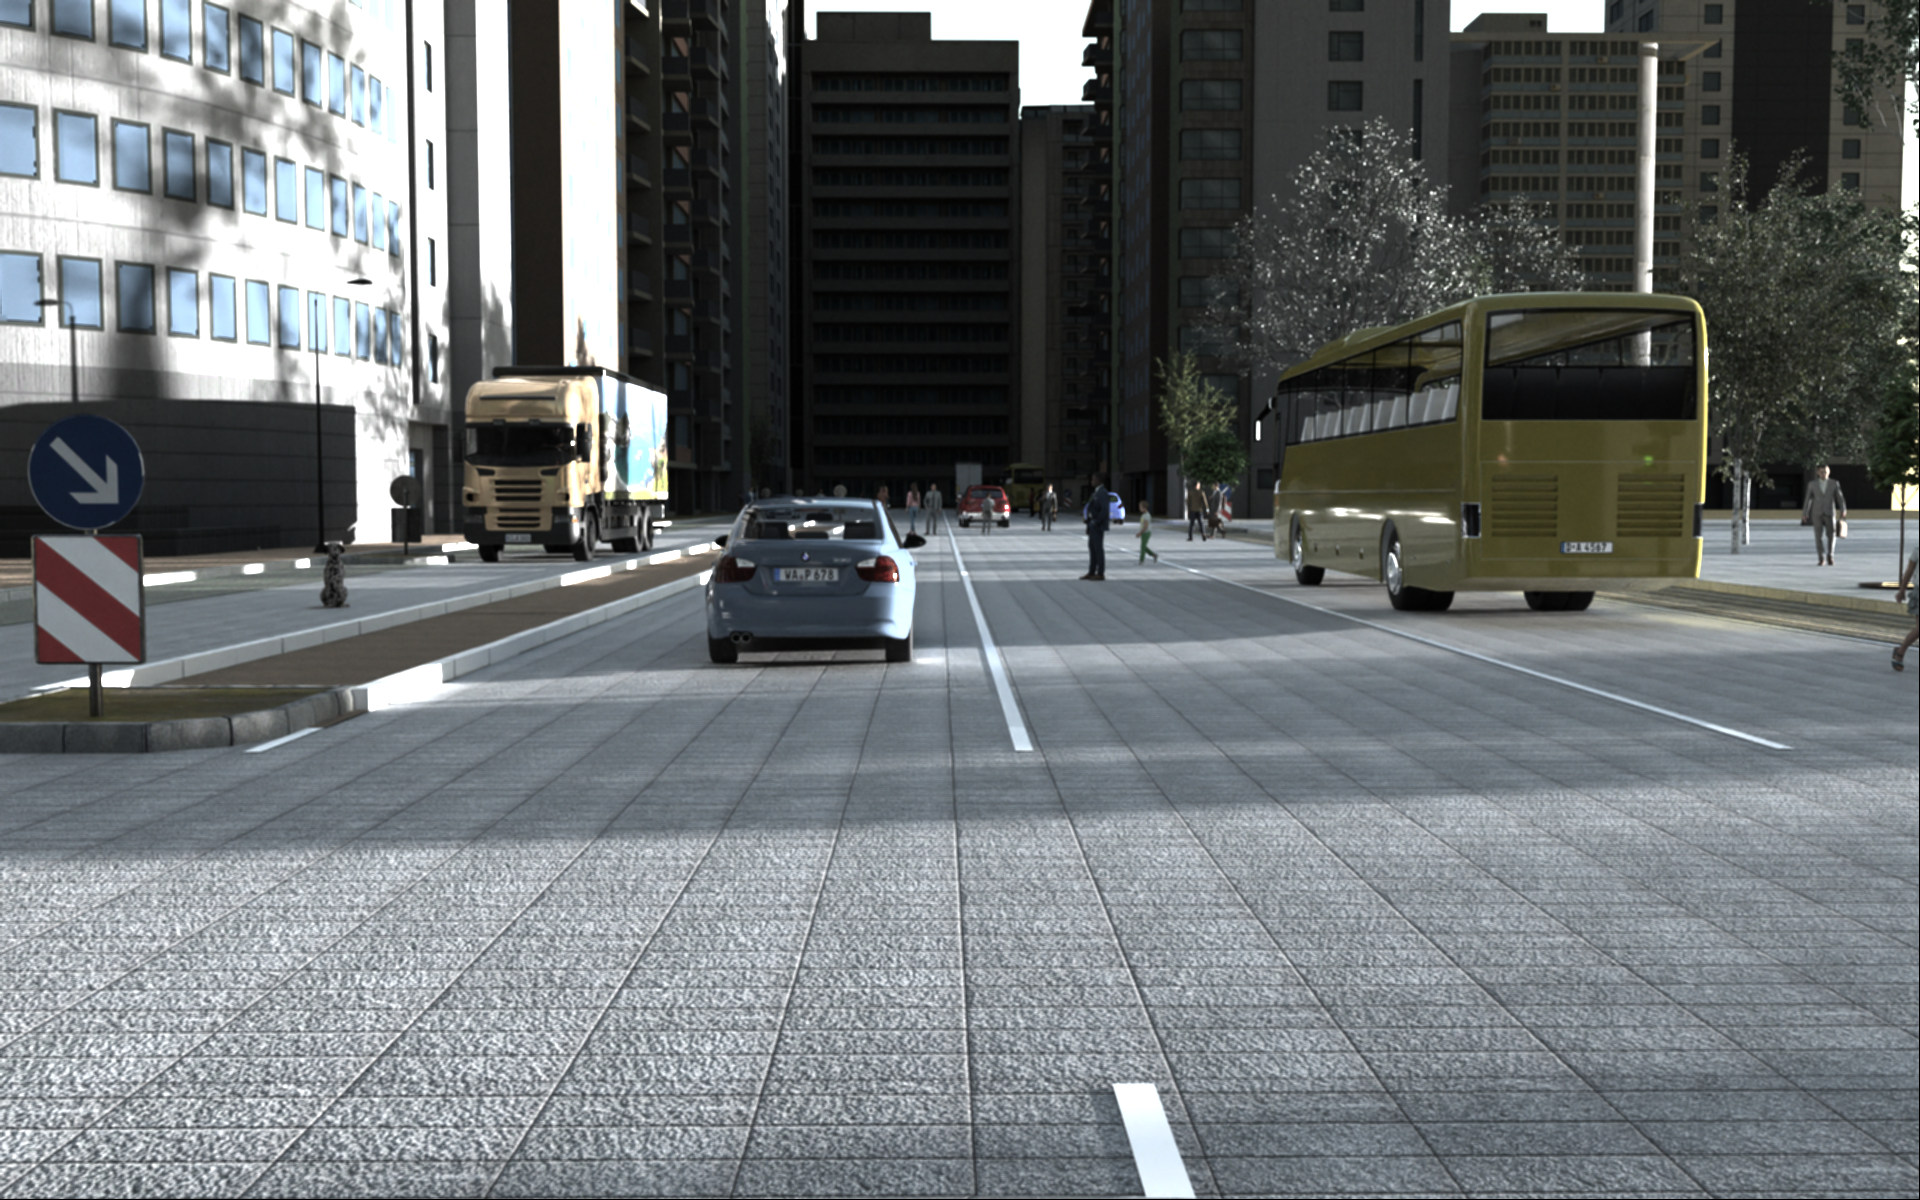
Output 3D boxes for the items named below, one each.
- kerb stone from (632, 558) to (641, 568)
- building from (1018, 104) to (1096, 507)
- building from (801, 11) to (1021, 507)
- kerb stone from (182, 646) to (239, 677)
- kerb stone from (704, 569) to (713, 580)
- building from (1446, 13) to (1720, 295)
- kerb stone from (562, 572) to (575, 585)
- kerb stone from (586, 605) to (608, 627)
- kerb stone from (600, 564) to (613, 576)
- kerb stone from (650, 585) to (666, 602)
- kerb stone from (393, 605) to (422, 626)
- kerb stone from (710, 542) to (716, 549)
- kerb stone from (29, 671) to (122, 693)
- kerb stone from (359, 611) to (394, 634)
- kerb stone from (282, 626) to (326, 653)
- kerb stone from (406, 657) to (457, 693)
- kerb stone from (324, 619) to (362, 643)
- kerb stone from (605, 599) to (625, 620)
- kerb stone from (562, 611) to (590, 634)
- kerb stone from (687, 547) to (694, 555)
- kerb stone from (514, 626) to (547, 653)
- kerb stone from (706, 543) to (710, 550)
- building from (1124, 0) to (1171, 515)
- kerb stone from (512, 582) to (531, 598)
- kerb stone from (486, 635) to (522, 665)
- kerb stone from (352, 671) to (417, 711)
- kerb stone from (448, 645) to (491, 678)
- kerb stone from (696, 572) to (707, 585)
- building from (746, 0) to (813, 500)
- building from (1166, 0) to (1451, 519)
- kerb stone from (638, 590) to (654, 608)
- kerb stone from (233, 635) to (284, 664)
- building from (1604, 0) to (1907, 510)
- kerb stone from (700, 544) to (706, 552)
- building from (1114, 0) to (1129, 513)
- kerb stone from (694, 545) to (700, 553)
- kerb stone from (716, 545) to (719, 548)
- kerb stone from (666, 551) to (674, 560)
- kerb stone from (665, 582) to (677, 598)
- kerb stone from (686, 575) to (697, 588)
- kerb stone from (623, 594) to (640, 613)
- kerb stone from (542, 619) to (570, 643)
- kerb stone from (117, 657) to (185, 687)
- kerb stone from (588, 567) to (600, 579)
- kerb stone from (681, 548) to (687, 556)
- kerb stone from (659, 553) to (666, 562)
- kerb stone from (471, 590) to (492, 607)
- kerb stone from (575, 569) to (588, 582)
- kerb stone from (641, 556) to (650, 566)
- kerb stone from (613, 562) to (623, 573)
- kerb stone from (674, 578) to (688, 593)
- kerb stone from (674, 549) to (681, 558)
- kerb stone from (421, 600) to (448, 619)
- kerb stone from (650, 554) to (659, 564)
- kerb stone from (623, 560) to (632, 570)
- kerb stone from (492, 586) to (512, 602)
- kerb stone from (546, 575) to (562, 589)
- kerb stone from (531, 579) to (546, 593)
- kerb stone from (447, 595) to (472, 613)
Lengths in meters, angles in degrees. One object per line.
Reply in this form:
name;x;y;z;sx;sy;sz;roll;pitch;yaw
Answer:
kerb stone;-6.342;-0.686;33.417;0.120;0.150;1.000;0;4;-1
building;12.951;-30.148;176.519;14.086;41.232;14.154;0;4;-1
building;-4.926;-33.954;178.855;21.600;48.544;21.300;0;4;-1
kerb stone;-6.087;0.505;13.933;0.120;0.150;1.000;0;4;-1
kerb stone;-4.171;-0.374;28.310;0.120;0.150;1.000;0;4;-1
building;44.937;-27.763;145.811;23.993;40.220;32.217;0;4;-1
kerb stone;-6.263;-0.311;27.282;0.120;0.150;1.000;0;4;-1
kerb stone;-4.058;0.192;19.077;0.120;0.150;1.000;0;4;-1
kerb stone;-6.286;-0.499;30.348;0.120;0.150;1.000;0;4;-1
kerb stone;-4.105;-0.060;23.180;0.120;0.150;1.000;0;4;-1
kerb stone;-6.158;0.191;19.072;0.120;0.150;1.000;0;4;-1
kerb stone;-6.487;-1.377;44.703;0.120;0.150;1.000;0;4;-1
kerb stone;-6.062;0.631;11.881;0.120;0.150;1.000;0;4;-1
kerb stone;-6.134;0.255;18.030;0.120;0.150;1.000;0;4;-1
kerb stone;-6.113;0.380;15.980;0.120;0.150;1.000;0;4;-1
kerb stone;-3.978;0.569;12.932;0.120;0.150;1.000;0;4;-1
kerb stone;-6.128;0.318;17.002;0.120;0.150;1.000;0;4;-1
kerb stone;-4.067;0.129;20.099;0.120;0.150;1.000;0;4;-1
kerb stone;-4.046;0.254;18.054;0.120;0.150;1.000;0;4;-1
kerb stone;-6.437;-1.121;40.597;0.120;0.150;1.000;0;4;-1
kerb stone;-4.017;0.379;16.006;0.120;0.150;1.000;0;4;-1
kerb stone;-6.482;-1.314;43.675;0.120;0.150;1.000;0;4;-1
building;18.257;-28.174;110.762;14.600;45.320;14.200;0;4;-1
kerb stone;-6.213;-0.123;24.201;0.120;0.150;1.000;0;4;-1
kerb stone;-3.996;0.445;14.984;0.120;0.150;1.000;0;4;-1
kerb stone;-3.963;0.629;11.908;0.120;0.150;1.000;0;4;-1
kerb stone;-3.989;0.505;13.960;0.120;0.150;1.000;0;4;-1
kerb stone;-4.161;-0.307;27.286;0.120;0.150;1.000;0;4;-1
building;-26.040;-45.287;178.700;20.611;71.187;20.563;0;4;-1
building;18.398;-19.877;96.692;14.160;30.474;14.107;0;4;-1
kerb stone;-4.092;0.004;22.148;0.120;0.150;1.000;0;4;-1
kerb stone;-6.108;0.444;14.955;0.120;0.150;1.000;0;4;-1
building;67.169;-43.646;151.863;20.611;71.187;20.563;0;4;-1
kerb stone;-6.456;-1.251;42.645;0.120;0.150;1.000;0;4;-1
building;17.866;-26.999;125.035;14.154;41.232;14.086;0;4;-1
kerb stone;-6.451;-1.187;41.622;0.120;0.150;1.000;0;4;-1
kerb stone;-6.505;-1.437;45.725;0.120;0.150;1.000;0;4;-1
kerb stone;-6.395;-0.937;37.517;0.120;0.150;1.000;0;4;-1
kerb stone;-4.123;-0.123;24.202;0.120;0.150;1.000;0;4;-1
kerb stone;-4.153;-0.248;26.258;0.120;0.150;1.000;0;4;-1
kerb stone;-4.081;0.067;21.122;0.120;0.150;1.000;0;4;-1
kerb stone;-4.030;0.320;17.032;0.120;0.150;1.000;0;4;-1
kerb stone;-6.073;0.568;12.906;0.120;0.150;1.000;0;4;-1
kerb stone;-6.297;-0.436;29.326;0.120;0.150;1.000;0;4;-1
kerb stone;-6.425;-1.062;39.566;0.120;0.150;1.000;0;4;-1
kerb stone;-6.383;-0.872;36.492;0.120;0.150;1.000;0;4;-1
kerb stone;-6.201;0.007;22.145;0.120;0.150;1.000;0;4;-1
kerb stone;-6.279;-0.374;28.304;0.120;0.150;1.000;0;4;-1
kerb stone;-6.353;-0.747;34.448;0.120;0.150;1.000;0;4;-1
kerb stone;-6.308;-0.561;31.371;0.120;0.150;1.000;0;4;-1
kerb stone;-4.136;-0.186;25.236;0.120;0.150;1.000;0;4;-1
kerb stone;-6.409;-0.997;38.539;0.120;0.150;1.000;0;4;-1
kerb stone;-6.171;0.129;20.094;0.120;0.150;1.000;0;4;-1
kerb stone;-6.367;-0.812;35.470;0.120;0.150;1.000;0;4;-1
kerb stone;-6.334;-0.624;32.395;0.120;0.150;1.000;0;4;-1
kerb stone;-6.210;-0.060;23.171;0.120;0.150;1.000;0;4;-1
kerb stone;-6.247;-0.245;26.260;0.120;0.150;1.000;0;4;-1
kerb stone;-6.234;-0.184;25.226;0.120;0.150;1.000;0;4;-1
kerb stone;-6.179;0.066;21.123;0.120;0.150;1.000;0;4;-1
